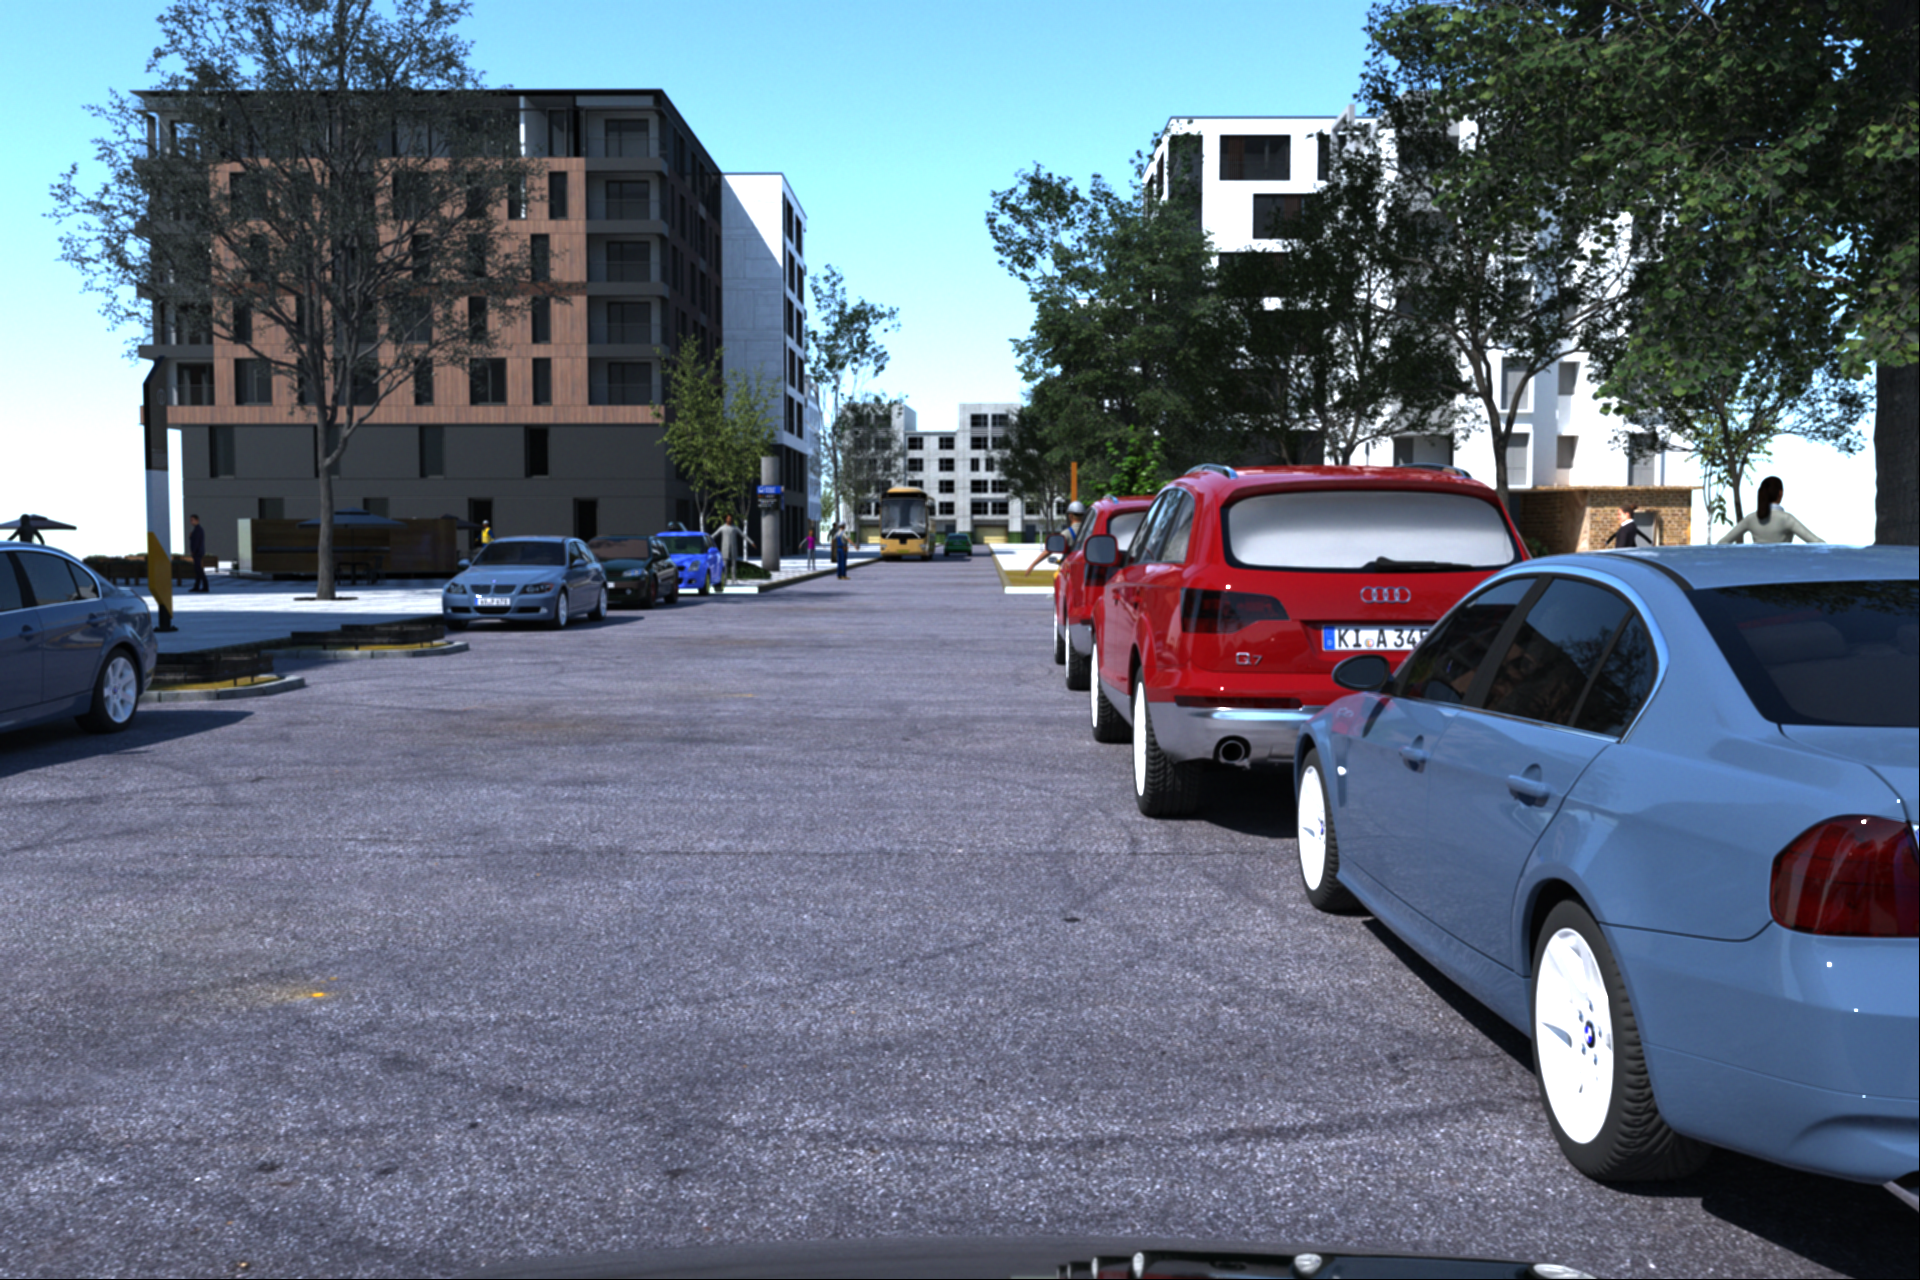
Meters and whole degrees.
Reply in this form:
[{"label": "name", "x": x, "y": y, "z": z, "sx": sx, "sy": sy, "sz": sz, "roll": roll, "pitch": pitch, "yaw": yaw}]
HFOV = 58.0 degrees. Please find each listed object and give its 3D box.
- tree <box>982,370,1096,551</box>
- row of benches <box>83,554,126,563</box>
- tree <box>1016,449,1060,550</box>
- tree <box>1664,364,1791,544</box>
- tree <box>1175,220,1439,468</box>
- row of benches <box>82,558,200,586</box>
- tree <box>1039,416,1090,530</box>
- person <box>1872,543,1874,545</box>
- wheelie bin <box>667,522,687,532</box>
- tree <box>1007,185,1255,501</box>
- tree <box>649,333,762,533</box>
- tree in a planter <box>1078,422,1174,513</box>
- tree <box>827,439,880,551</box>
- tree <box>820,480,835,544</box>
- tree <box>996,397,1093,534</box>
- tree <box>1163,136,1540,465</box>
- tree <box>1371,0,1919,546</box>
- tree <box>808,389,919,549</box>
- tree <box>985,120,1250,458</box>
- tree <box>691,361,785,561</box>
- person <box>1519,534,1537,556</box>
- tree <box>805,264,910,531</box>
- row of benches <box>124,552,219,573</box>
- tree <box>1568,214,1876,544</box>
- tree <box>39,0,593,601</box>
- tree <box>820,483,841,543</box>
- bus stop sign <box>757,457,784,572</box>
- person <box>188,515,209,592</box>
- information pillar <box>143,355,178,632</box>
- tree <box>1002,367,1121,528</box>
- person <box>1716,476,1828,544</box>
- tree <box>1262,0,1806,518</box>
[{"label": "tree", "x": 6.532, "y": -13.462, "z": 130.480, "sx": 12.009, "sy": 13.543, "sz": 11.850, "roll": 0, "pitch": 3, "yaw": 0}, {"label": "row of benches", "x": -27.496, "y": -2.254, "z": 52.310, "sx": 4.104, "sy": 0.672, "sz": 1.422, "roll": -1, "pitch": 4, "yaw": -13}, {"label": "tree", "x": 6.911, "y": -11.777, "z": 142.922, "sx": 4.360, "sy": 8.622, "sz": 3.978, "roll": 0, "pitch": 3, "yaw": 0}, {"label": "tree", "x": 25.038, "y": -6.529, "z": 57.115, "sx": 4.737, "sy": 8.622, "sz": 4.395, "roll": 0, "pitch": 3, "yaw": 0}, {"label": "tree", "x": 10.028, "y": -7.110, "z": 50.656, "sx": 8.767, "sy": 10.594, "sz": 7.601, "roll": 2, "pitch": 4, "yaw": 23}, {"label": "row of benches", "x": -20.734, "y": -1.714, "z": 43.484, "sx": 4.104, "sy": 0.672, "sz": 1.422, "roll": 2, "pitch": 4, "yaw": 24}, {"label": "tree", "x": 7.240, "y": -9.546, "z": 106.437, "sx": 4.360, "sy": 8.622, "sz": 3.978, "roll": 0, "pitch": 3, "yaw": 0}, {"label": "person", "x": 9.334, "y": -0.644, "z": 17.345, "sx": 0.721, "sy": 1.737, "sz": 1.217, "roll": 0, "pitch": 4, "yaw": -3}, {"label": "wheelie bin", "x": -7.476, "y": -2.340, "z": 46.168, "sx": 0.693, "sy": 1.594, "sz": 0.980, "roll": 0, "pitch": 4, "yaw": 0}, {"label": "tree", "x": 6.603, "y": -9.708, "z": 65.379, "sx": 9.857, "sy": 13.997, "sz": 8.962, "roll": 0, "pitch": 3, "yaw": 0}, {"label": "tree", "x": -9.370, "y": -6.905, "z": 63.258, "sx": 4.737, "sy": 8.622, "sz": 4.395, "roll": 0, "pitch": 3, "yaw": 0}, {"label": "tree in a planter", "x": 2.803, "y": -1.869, "z": 27.778, "sx": 1.991, "sy": 3.239, "sz": 1.994, "roll": 0, "pitch": 4, "yaw": 2}, {"label": "tree", "x": -8.756, "y": -11.287, "z": 134.899, "sx": 4.360, "sy": 8.622, "sz": 3.978, "roll": 0, "pitch": 3, "yaw": 0}, {"label": "tree", "x": -18.672, "y": -17.396, "z": 234.790, "sx": 4.737, "sy": 8.622, "sz": 4.395, "roll": 0, "pitch": 3, "yaw": 0}, {"label": "tree", "x": 5.980, "y": -11.088, "z": 115.696, "sx": 7.601, "sy": 10.594, "sz": 8.767, "roll": 1, "pitch": 4, "yaw": 14}, {"label": "tree", "x": 9.026, "y": -6.528, "z": 41.142, "sx": 8.767, "sy": 10.594, "sz": 7.601, "roll": -1, "pitch": 4, "yaw": -12}, {"label": "tree", "x": 8.297, "y": -6.615, "z": 14.813, "sx": 9.857, "sy": 13.997, "sz": 8.962, "roll": 0, "pitch": 3, "yaw": 0}, {"label": "tree", "x": -8.439, "y": -14.357, "z": 145.105, "sx": 12.009, "sy": 13.543, "sz": 11.850, "roll": 0, "pitch": 3, "yaw": 0}, {"label": "tree", "x": 7.906, "y": -13.634, "z": 78.801, "sx": 12.611, "sy": 20.169, "sz": 13.585, "roll": 0, "pitch": 3, "yaw": 0}, {"label": "tree", "x": -9.318, "y": -7.564, "z": 74.026, "sx": 4.737, "sy": 8.622, "sz": 4.395, "roll": 0, "pitch": 3, "yaw": 0}, {"label": "person", "x": 9.033, "y": -1.360, "z": 29.011, "sx": 1.217, "sy": 1.736, "sz": 0.721, "roll": 2, "pitch": 4, "yaw": 28}, {"label": "tree", "x": -9.818, "y": -16.421, "z": 124.371, "sx": 12.611, "sy": 20.169, "sz": 13.585, "roll": 0, "pitch": 3, "yaw": 0}, {"label": "row of benches", "x": -26.474, "y": -2.615, "z": 58.224, "sx": 4.104, "sy": 0.672, "sz": 1.422, "roll": 2, "pitch": 4, "yaw": 28}, {"label": "tree", "x": 21.547, "y": -6.939, "z": 47.871, "sx": 8.767, "sy": 10.594, "sz": 7.601, "roll": -1, "pitch": 4, "yaw": -15}, {"label": "tree", "x": -12.177, "y": -7.518, "z": 33.284, "sx": 12.009, "sy": 13.543, "sz": 11.850, "roll": 0, "pitch": 3, "yaw": 0}, {"label": "tree", "x": -18.374, "y": -17.741, "z": 240.432, "sx": 4.737, "sy": 8.622, "sz": 4.395, "roll": 0, "pitch": 3, "yaw": 0}, {"label": "bus stop sign", "x": -6.466, "y": -4.285, "z": 59.083, "sx": 0.837, "sy": 3.901, "sz": 0.837, "roll": 0, "pitch": 4, "yaw": 0}, {"label": "person", "x": -16.818, "y": -1.910, "z": 38.193, "sx": 0.530, "sy": 1.710, "sz": 0.541, "roll": 0, "pitch": 4, "yaw": -7}, {"label": "information pillar", "x": -10.444, "y": -1.909, "z": 22.562, "sx": 0.183, "sy": 3.616, "sz": 0.504, "roll": 0, "pitch": 4, "yaw": 1}, {"label": "tree", "x": 5.825, "y": -9.916, "z": 96.540, "sx": 7.601, "sy": 10.594, "sz": 8.767, "roll": 0, "pitch": 4, "yaw": 3}, {"label": "person", "x": 6.369, "y": -0.410, "z": 13.539, "sx": 0.721, "sy": 1.735, "sz": 1.217, "roll": -3, "pitch": 5, "yaw": -40}, {"label": "tree", "x": 8.732, "y": -5.680, "z": 27.282, "sx": 8.767, "sy": 10.594, "sz": 7.601, "roll": 1, "pitch": 4, "yaw": 20}]
